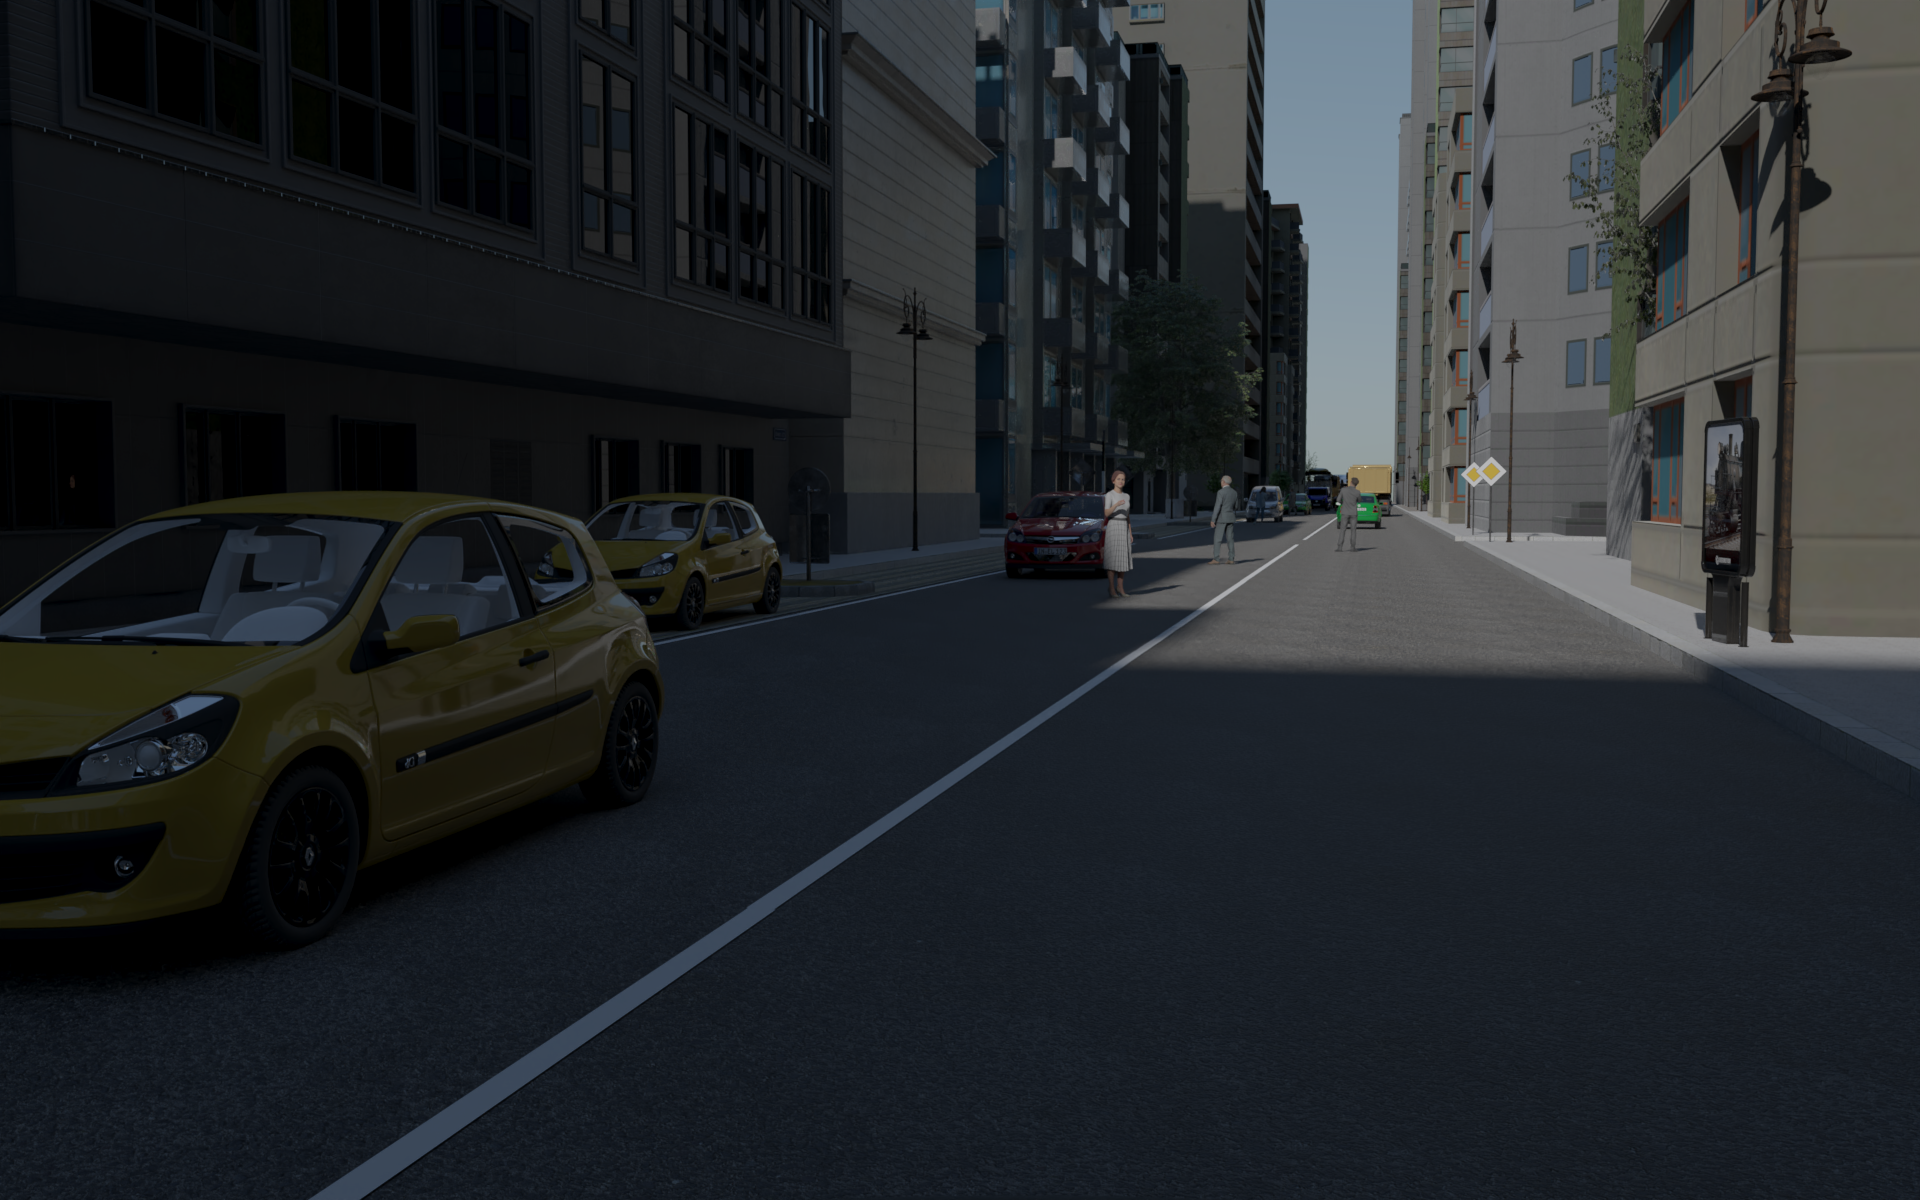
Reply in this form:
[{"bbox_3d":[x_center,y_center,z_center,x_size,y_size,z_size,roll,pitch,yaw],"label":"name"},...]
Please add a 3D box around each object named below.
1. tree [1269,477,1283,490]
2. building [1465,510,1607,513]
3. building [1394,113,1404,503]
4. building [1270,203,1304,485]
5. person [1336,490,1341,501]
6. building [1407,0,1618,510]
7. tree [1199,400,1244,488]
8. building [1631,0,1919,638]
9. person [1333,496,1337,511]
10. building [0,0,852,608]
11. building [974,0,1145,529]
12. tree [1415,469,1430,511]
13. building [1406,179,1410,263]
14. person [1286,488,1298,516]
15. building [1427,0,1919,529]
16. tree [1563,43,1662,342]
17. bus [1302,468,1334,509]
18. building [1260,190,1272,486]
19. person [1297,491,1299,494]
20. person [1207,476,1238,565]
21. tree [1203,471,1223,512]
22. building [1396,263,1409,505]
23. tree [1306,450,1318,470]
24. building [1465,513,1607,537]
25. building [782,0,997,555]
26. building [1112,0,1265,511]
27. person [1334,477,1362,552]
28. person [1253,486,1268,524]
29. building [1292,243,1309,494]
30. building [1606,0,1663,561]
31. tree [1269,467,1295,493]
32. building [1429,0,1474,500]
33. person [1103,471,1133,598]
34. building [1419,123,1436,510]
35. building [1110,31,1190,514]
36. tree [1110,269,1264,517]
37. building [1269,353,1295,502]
[{"bbox_3d":[36.422,-12.538,199.591,1.663,3.219,1.824,0,3,0],"label":"tree"},{"bbox_3d":[52.264,-37.498,155.098,21.231,58.520,28.212,1,4,13],"label":"building"},{"bbox_3d":[77.699,-44.243,265.368,21.231,58.520,28.212,1,4,13],"label":"building"},{"bbox_3d":[39.003,-36.766,255.742,22.147,44.769,28.867,1,4,13],"label":"building"},{"bbox_3d":[28.869,-7.458,131.148,0.721,1.735,1.217,-2,4,-24],"label":"person"},{"bbox_3d":[58.368,-39.226,183.338,21.231,58.520,28.212,1,4,13],"label":"building"},{"bbox_3d":[19.016,-10.799,126.923,4.737,8.622,4.395,0,3,0],"label":"tree"},{"bbox_3d":[19.574,-9.878,6.551,27.650,21.520,28.899,1,4,13],"label":"building"},{"bbox_3d":[31.218,-8.050,143.299,0.628,1.438,0.799,1,4,17],"label":"person"},{"bbox_3d":[-11.609,-14.144,24.768,14.314,27.812,24.014,1,4,13],"label":"building"},{"bbox_3d":[-4.574,-27.980,77.088,23.786,49.044,30.456,1,4,13],"label":"building"},{"bbox_3d":[35.231,-8.296,130.249,1.663,3.219,1.824,0,3,0],"label":"tree"},{"bbox_3d":[72.268,-37.704,236.067,23.786,49.044,30.456,1,4,13],"label":"building"},{"bbox_3d":[22.141,-6.539,115.514,0.694,1.812,0.767,-3,4,-38],"label":"person"},{"bbox_3d":[37.878,-14.675,84.972,27.650,21.520,28.899,1,4,13],"label":"building"},{"bbox_3d":[11.222,-4.648,26.350,4.360,8.622,3.978,0,3,0],"label":"tree"},{"bbox_3d":[34.478,-10.688,166.291,2.896,3.916,12.252,1,4,13],"label":"bus"},{"bbox_3d":[21.083,-23.710,159.360,14.160,30.474,14.107,1,4,13],"label":"building"},{"bbox_3d":[37.632,-11.283,192.991,0.705,1.823,1.348,1,4,18],"label":"person"},{"bbox_3d":[5.337,-1.627,35.280,0.661,1.801,0.590,-3,4,-36],"label":"person"},{"bbox_3d":[18.106,-7.883,123.496,1.663,3.219,1.824,0,3,0],"label":"tree"},{"bbox_3d":[61.687,-27.137,215.386,14.160,30.474,14.107,1,4,13],"label":"building"},{"bbox_3d":[57.411,-20.512,285.725,4.360,8.622,3.978,0,3,0],"label":"tree"},{"bbox_3d":[32.244,-31.496,56.962,28.212,58.520,21.231,1,4,13],"label":"building"},{"bbox_3d":[-11.699,-15.744,44.802,23.554,28.519,14.401,1,4,13],"label":"building"},{"bbox_3d":[13.450,-31.719,142.301,21.300,48.544,21.600,1,4,13],"label":"building"},{"bbox_3d":[9.656,-2.127,43.077,0.655,1.846,0.447,1,4,12],"label":"person"},{"bbox_3d":[14.182,-4.468,81.822,0.793,1.790,0.793,-1,4,-8],"label":"person"},{"bbox_3d":[48.001,-36.244,276.184,14.154,41.232,14.086,1,4,13],"label":"building"},{"bbox_3d":[21.006,-16.178,36.204,14.160,30.474,14.107,1,4,13],"label":"building"},{"bbox_3d":[37.511,-13.408,202.926,4.285,4.588,4.351,0,3,0],"label":"tree"},{"bbox_3d":[39.530,-26.572,118.045,14.154,41.232,14.086,1,4,13],"label":"building"},{"bbox_3d":[2.237,-0.914,24.022,0.480,1.755,0.524,-3,4,-37],"label":"person"},{"bbox_3d":[43.543,-22.300,136.313,14.160,30.474,14.107,1,4,13],"label":"building"},{"bbox_3d":[7.120,-20.867,112.873,14.160,30.474,14.107,1,4,13],"label":"building"},{"bbox_3d":[12.087,-11.699,97.941,9.857,13.997,8.962,0,3,0],"label":"tree"},{"bbox_3d":[29.470,-23.489,229.080,27.650,21.520,28.899,1,4,13],"label":"building"}]
